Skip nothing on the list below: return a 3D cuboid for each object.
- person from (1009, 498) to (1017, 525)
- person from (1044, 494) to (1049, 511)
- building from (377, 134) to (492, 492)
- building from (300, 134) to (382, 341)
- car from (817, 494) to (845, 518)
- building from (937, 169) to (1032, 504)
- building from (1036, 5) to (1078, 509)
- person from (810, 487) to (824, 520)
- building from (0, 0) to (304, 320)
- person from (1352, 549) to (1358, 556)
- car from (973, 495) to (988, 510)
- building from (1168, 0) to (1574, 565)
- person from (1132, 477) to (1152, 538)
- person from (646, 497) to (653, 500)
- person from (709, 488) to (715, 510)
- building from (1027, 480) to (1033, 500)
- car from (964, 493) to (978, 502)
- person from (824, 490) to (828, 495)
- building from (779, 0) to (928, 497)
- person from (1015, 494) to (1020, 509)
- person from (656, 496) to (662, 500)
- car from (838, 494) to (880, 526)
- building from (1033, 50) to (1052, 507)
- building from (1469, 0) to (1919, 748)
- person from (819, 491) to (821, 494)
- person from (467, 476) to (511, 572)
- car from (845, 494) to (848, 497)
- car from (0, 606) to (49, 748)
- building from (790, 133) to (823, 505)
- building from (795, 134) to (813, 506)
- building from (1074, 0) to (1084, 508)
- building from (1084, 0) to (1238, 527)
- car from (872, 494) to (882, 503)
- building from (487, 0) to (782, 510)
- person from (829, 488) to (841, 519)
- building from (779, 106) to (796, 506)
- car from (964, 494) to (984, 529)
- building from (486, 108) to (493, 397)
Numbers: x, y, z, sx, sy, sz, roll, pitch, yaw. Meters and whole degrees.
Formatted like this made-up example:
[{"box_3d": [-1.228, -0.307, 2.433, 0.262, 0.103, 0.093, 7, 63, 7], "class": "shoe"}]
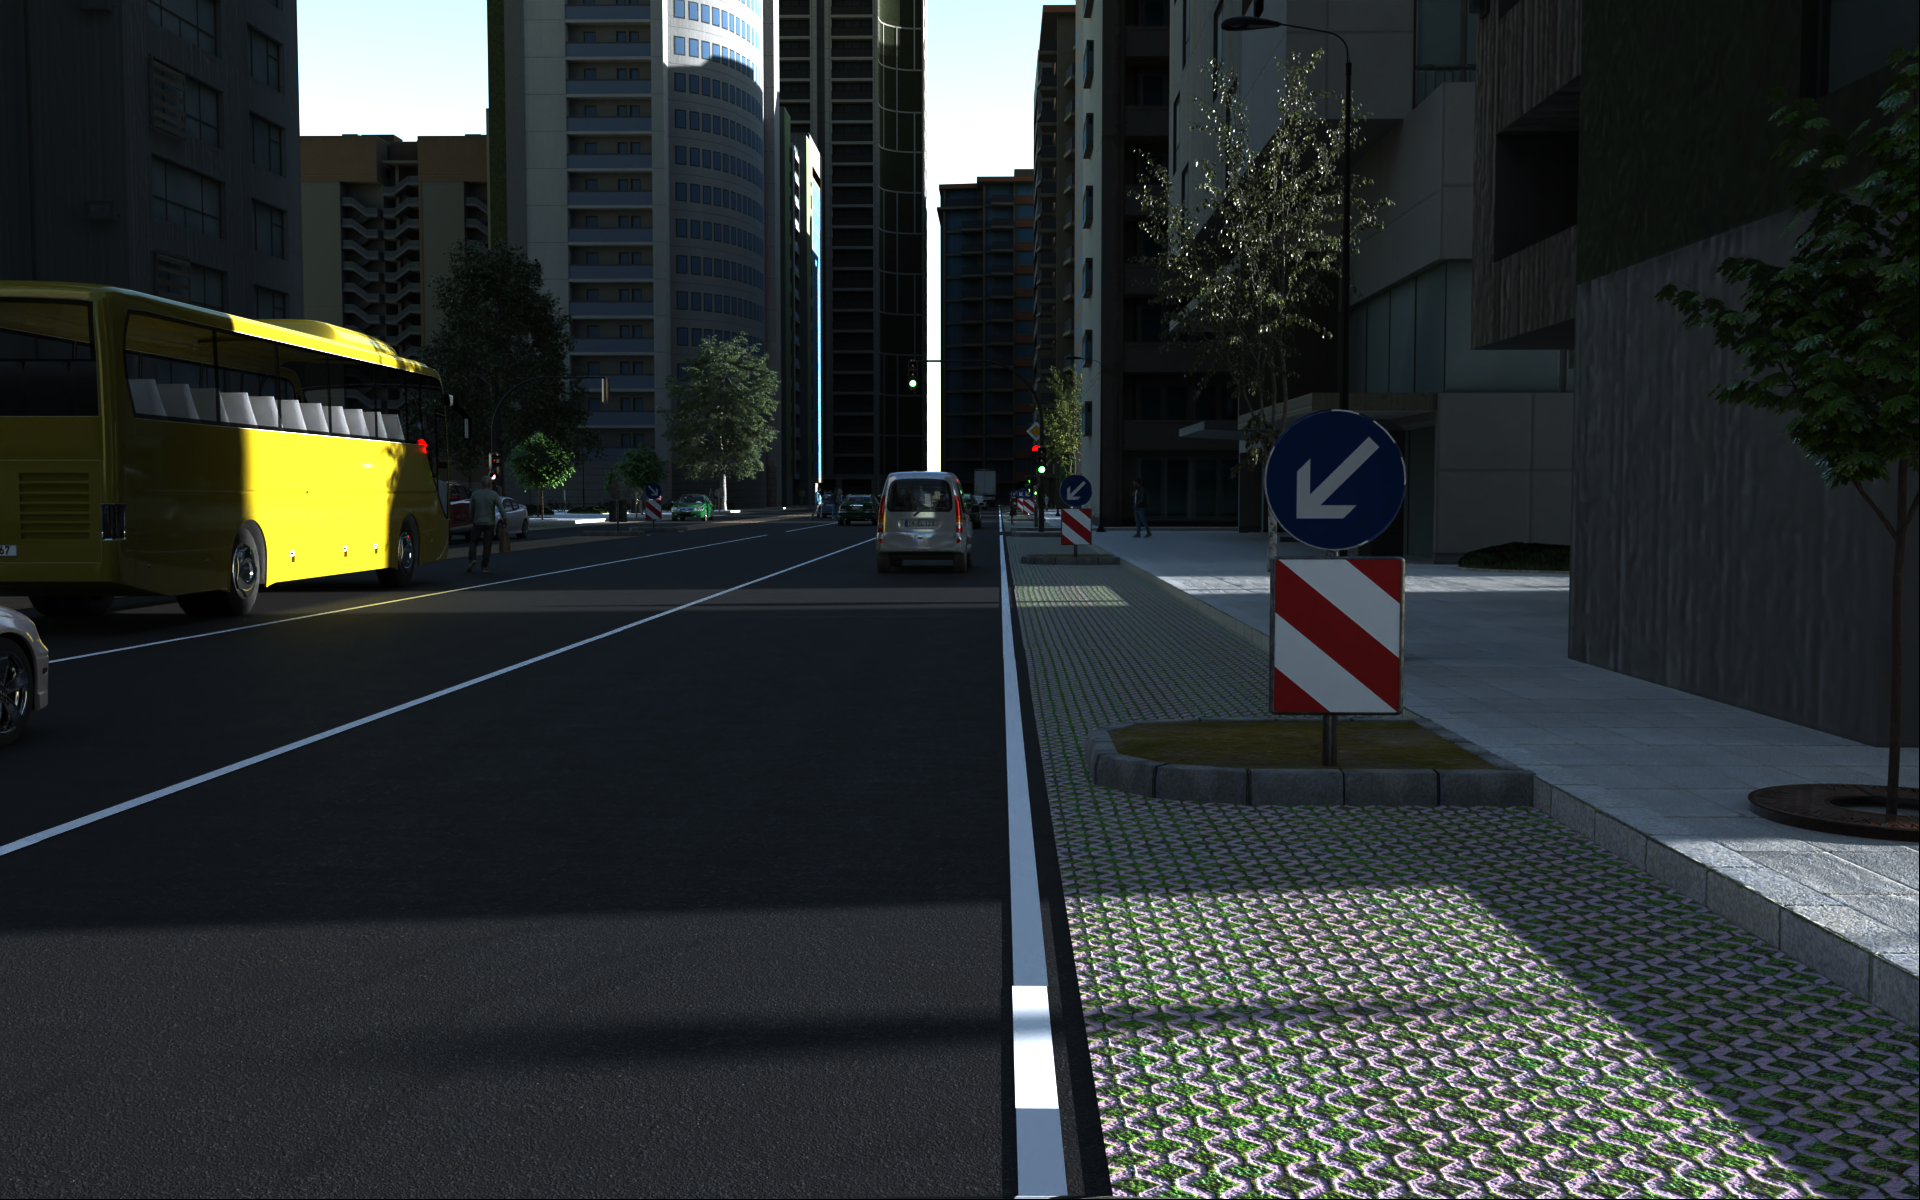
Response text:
[{"box_3d": [2.490, -4.144, 80.930, 0.373, 1.253, 0.362, 0, 4, -7], "class": "person"}, {"box_3d": [6.707, -7.580, 134.260, 0.425, 1.301, 0.394, 2, 4, 27], "class": "person"}, {"box_3d": [-60.915, -34.369, 212.040, 14.200, 45.320, 14.600, 0, 4, 1], "class": "building"}, {"box_3d": [-75.506, -34.368, 212.024, 14.200, 45.320, 14.600, 0, 4, 1], "class": "building"}, {"box_3d": [-7.563, -5.624, 103.950, 2.014, 1.417, 4.499, 0, 4, 2], "class": "car"}, {"box_3d": [9.901, -35.560, 236.032, 28.867, 44.769, 22.147, 0, 4, 1], "class": "building"}, {"box_3d": [18.035, -30.640, 155.591, 22.147, 44.769, 28.867, 0, 4, 1], "class": "building"}, {"box_3d": [-7.832, -5.312, 95.210, 0.748, 1.841, 0.638, 2, 4, 27], "class": "person"}, {"box_3d": [-27.671, -22.399, 49.823, 14.086, 41.232, 14.154, 0, 4, 1], "class": "building"}, {"box_3d": [5.508, -1.057, 23.433, 0.850, 1.850, 0.679, 1, 4, 13], "class": "person"}, {"box_3d": [1.504, -8.989, 159.339, 2.083, 1.381, 4.827, 0, 4, -1], "class": "car"}, {"box_3d": [20.028, -27.777, 43.389, 28.713, 52.752, 27.495, 0, 4, 1], "class": "building"}, {"box_3d": [5.296, -2.732, 51.053, 0.721, 1.781, 0.623, -2, 4, -25], "class": "person"}, {"box_3d": [-19.884, -6.427, 111.106, 0.573, 1.828, 0.580, 2, 4, 29], "class": "person"}, {"box_3d": [-20.302, -8.275, 141.447, 0.767, 1.812, 0.694, 2, 4, 29], "class": "person"}, {"box_3d": [24.199, -31.394, 205.168, 32.217, 40.220, 23.993, 0, 4, 1], "class": "building"}, {"box_3d": [0.002, -5.381, 96.768, 1.959, 1.807, 4.718, 0, 4, 1], "class": "car"}, {"box_3d": [-11.535, -8.509, 148.294, 0.621, 1.740, 0.551, 0, 4, -6], "class": "person"}, {"box_3d": [-15.077, -48.700, 234.489, 20.611, 71.187, 20.563, 0, 4, 1], "class": "building"}, {"box_3d": [5.333, -9.274, 160.684, 0.434, 1.755, 0.990, 2, 4, 35], "class": "person"}, {"box_3d": [-19.933, -6.560, 114.138, 0.643, 1.720, 0.563, -1, 4, -18], "class": "person"}, {"box_3d": [-4.591, -4.195, 80.381, 2.131, 1.459, 4.920, 0, 4, 3], "class": "car"}, {"box_3d": [18.575, -34.164, 182.280, 21.300, 48.544, 21.600, 0, 4, 1], "class": "building"}, {"box_3d": [11.809, -14.852, 14.529, 14.160, 30.474, 14.107, 0, 4, 1], "class": "building"}, {"box_3d": [-16.771, -12.237, 206.924, 0.445, 1.727, 0.742, 0, 4, -1], "class": "person"}, {"box_3d": [-8.646, -1.396, 31.808, 0.782, 1.767, 0.515, 0, 4, -5], "class": "person"}, {"box_3d": [-12.598, -11.815, 202.213, 2.155, 1.783, 4.494, 0, 4, 1], "class": "car"}, {"box_3d": [-6.317, 0.247, 8.322, 2.083, 1.381, 4.827, 0, 4, 0], "class": "car"}, {"box_3d": [-24.521, -34.302, 210.942, 14.200, 45.320, 14.600, 0, 4, 1], "class": "building"}, {"box_3d": [-24.099, -31.086, 191.850, 14.154, 41.232, 14.086, 0, 4, 1], "class": "building"}, {"box_3d": [15.683, -29.214, 127.757, 14.600, 45.320, 14.200, 0, 4, 1], "class": "building"}, {"box_3d": [16.178, -27.679, 76.252, 21.600, 48.544, 21.300, 0, 4, 1], "class": "building"}, {"box_3d": [-4.743, -5.112, 93.366, 2.009, 1.686, 4.222, 0, 4, 2], "class": "car"}, {"box_3d": [-28.443, -37.558, 156.075, 21.231, 58.520, 28.212, 0, 4, 1], "class": "building"}, {"box_3d": [-7.101, -5.500, 98.772, 0.623, 1.781, 0.721, -1, 4, -21], "class": "person"}, {"box_3d": [-25.096, -30.217, 177.643, 14.154, 41.232, 14.086, 0, 4, 1], "class": "building"}, {"box_3d": [-0.050, -3.745, 73.023, 2.131, 1.459, 4.920, 0, 4, 2], "class": "car"}, {"box_3d": [-43.098, -35.736, 207.992, 21.600, 48.544, 21.300, 0, 4, 1], "class": "building"}]
